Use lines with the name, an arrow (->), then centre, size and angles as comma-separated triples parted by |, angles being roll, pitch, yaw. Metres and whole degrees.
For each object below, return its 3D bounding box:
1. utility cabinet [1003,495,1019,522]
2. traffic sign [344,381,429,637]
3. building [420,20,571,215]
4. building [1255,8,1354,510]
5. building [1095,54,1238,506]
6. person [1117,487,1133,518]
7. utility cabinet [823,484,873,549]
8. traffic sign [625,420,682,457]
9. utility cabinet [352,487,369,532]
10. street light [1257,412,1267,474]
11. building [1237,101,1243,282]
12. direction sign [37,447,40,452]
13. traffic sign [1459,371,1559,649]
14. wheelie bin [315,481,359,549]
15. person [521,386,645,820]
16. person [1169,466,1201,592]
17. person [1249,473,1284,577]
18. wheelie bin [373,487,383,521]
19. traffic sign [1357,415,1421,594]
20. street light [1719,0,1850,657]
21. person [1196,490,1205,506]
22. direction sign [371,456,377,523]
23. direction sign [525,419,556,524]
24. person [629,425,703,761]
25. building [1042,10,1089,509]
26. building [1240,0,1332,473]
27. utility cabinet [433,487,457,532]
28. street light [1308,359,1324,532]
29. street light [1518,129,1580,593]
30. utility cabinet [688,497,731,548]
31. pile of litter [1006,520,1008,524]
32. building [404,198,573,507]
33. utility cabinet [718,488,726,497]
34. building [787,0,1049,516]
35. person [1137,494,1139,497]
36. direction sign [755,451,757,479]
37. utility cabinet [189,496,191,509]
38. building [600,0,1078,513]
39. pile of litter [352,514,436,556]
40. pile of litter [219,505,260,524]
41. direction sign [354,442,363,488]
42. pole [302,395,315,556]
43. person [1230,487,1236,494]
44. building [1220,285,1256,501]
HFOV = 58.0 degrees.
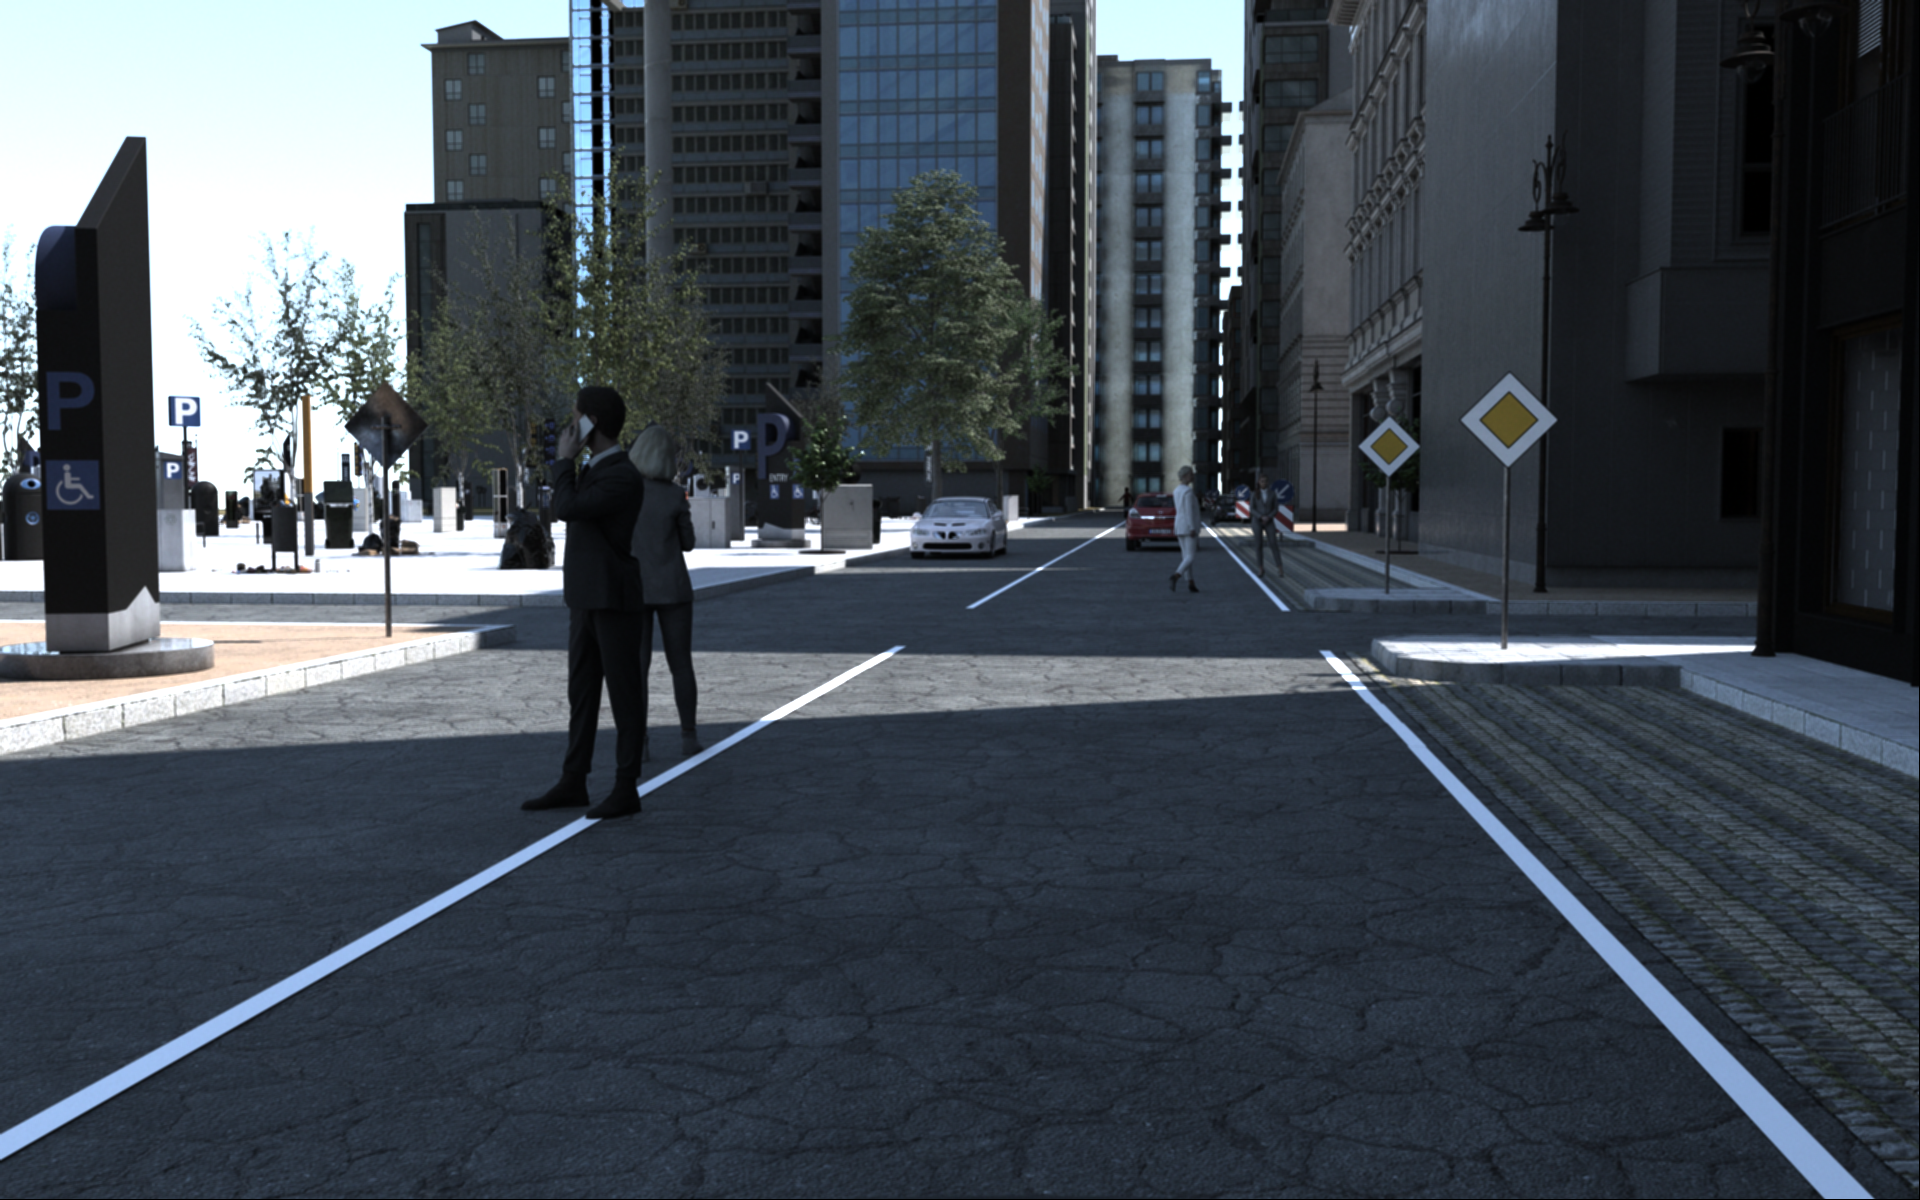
utility cabinet -> 2.371, -4.280, 81.133 | 0.306, 1.237, 1.020 | 2, 4, 30
traffic sign -> -5.121, -0.724, 15.472 | 0.795, 2.450, 0.064 | 0, 4, 7
building -> -42.945, -37.425, 201.129 | 27.495, 52.752, 28.713 | 0, 4, 7
building -> 25.354, -20.486, 106.651 | 14.160, 30.474, 14.107 | 0, 4, 7
building -> 14.471, -35.005, 191.933 | 30.456, 49.044, 23.786 | 0, 4, 7
person -> 9.845, -5.758, 102.600 | 1.348, 1.831, 0.705 | -3, 5, -44
utility cabinet -> -2.600, -1.902, 39.782 | 1.173, 1.500, 0.318 | 0, 4, -7
traffic sign -> -4.137, -1.208, 23.396 | 0.795, 2.450, 0.064 | 0, 4, 7
utility cabinet -> -20.337, -3.054, 58.610 | 1.173, 1.500, 0.318 | 3, 4, 37
street light -> 16.688, -7.525, 95.828 | 0.468, 5.910, 1.993 | 0, 4, 7
building -> 45.297, -34.748, 187.744 | 30.456, 49.044, 23.786 | 0, 4, 7
direction sign -> -44.240, -5.630, 84.040 | 0.876, 3.537, 0.379 | -2, 4, -25
traffic sign -> 4.497, -0.649, 14.261 | 0.795, 2.450, 0.064 | 0, 4, 7
wheelie bin -> -14.643, -2.006, 40.712 | 0.980, 1.594, 0.693 | -2, 4, -23
person -> -1.649, 0.010, 7.697 | 0.474, 1.900, 0.648 | -2, 4, -31
person -> 3.238, -1.023, 25.097 | 0.818, 1.842, 0.514 | -3, 5, -42
person -> 5.271, -1.284, 29.771 | 0.520, 1.790, 0.573 | -1, 4, -12
wheelie bin -> -27.913, -4.544, 82.200 | 0.693, 1.594, 0.980 | 0, 4, 7
traffic sign -> 5.481, -1.134, 22.186 | 0.795, 2.450, 0.064 | 0, 4, 7
street light -> 6.367, -2.493, 13.548 | 0.468, 5.910, 1.993 | 0, 4, 7
person -> 23.409, -9.810, 168.899 | 1.348, 1.823, 0.705 | 1, 4, 21
direction sign -> -25.903, -5.156, 76.297 | 0.379, 3.537, 0.876 | -1, 4, -21
direction sign -> -12.588, -3.673, 52.048 | 0.876, 3.537, 0.379 | 0, 4, -7
person -> -1.707, -0.049, 9.485 | 0.537, 1.800, 0.526 | 0, 4, 4
building -> 3.243, -28.127, 143.475 | 14.154, 41.232, 14.086 | 0, 4, 7
building -> 34.734, -32.879, 126.805 | 28.713, 52.752, 27.495 | 0, 4, 7
utility cabinet -> -17.186, -3.000, 57.731 | 0.318, 1.500, 1.173 | 0, 4, 7
street light -> 12.148, -5.287, 59.229 | 0.468, 5.910, 1.993 | 0, 4, 7
street light -> 7.583, -3.038, 22.456 | 0.468, 5.910, 1.993 | 0, 4, 7
utility cabinet -> -5.964, -1.829, 41.061 | 1.020, 1.237, 0.306 | 1, 4, 17
pile of litter -> 1.512, -3.671, 73.993 | 1.176, 0.858, 1.719 | 0, 4, 8
building -> -45.877, -24.564, 173.322 | 14.107, 30.474, 14.160 | 0, 4, 7
utility cabinet -> -8.651, -3.407, 64.388 | 0.318, 1.500, 1.173 | 1, 4, 15
building -> -1.993, -27.845, 105.383 | 14.600, 45.320, 14.200 | 0, 4, 7
person -> 16.258, -8.893, 157.128 | 0.421, 1.427, 0.697 | -2, 4, -31
direction sign -> -10.373, -5.984, 89.842 | 0.379, 3.537, 0.876 | -3, 4, -36
utility cabinet -> -25.788, -2.866, 58.023 | 0.306, 1.237, 1.020 | -1, 4, -13
building -> -7.836, -26.535, 125.727 | 32.217, 40.220, 23.993 | 0, 4, 7
pile of litter -> -11.962, -1.388, 36.652 | 1.719, 0.858, 1.176 | -1, 4, -16
pile of litter -> -31.113, -3.713, 74.671 | 1.719, 0.858, 1.176 | -1, 4, -17
direction sign -> -26.112, -5.090, 75.225 | 0.379, 3.537, 0.876 | 0, 4, 2
pole -> -13.503, -2.570, 35.869 | 0.158, 3.312, 0.155 | 0, 3, 0
person -> 14.103, -4.950, 89.548 | 0.853, 1.813, 0.709 | 0, 4, -4
building -> 37.909, -19.034, 156.240 | 27.650, 21.520, 28.899 | 0, 4, 7
